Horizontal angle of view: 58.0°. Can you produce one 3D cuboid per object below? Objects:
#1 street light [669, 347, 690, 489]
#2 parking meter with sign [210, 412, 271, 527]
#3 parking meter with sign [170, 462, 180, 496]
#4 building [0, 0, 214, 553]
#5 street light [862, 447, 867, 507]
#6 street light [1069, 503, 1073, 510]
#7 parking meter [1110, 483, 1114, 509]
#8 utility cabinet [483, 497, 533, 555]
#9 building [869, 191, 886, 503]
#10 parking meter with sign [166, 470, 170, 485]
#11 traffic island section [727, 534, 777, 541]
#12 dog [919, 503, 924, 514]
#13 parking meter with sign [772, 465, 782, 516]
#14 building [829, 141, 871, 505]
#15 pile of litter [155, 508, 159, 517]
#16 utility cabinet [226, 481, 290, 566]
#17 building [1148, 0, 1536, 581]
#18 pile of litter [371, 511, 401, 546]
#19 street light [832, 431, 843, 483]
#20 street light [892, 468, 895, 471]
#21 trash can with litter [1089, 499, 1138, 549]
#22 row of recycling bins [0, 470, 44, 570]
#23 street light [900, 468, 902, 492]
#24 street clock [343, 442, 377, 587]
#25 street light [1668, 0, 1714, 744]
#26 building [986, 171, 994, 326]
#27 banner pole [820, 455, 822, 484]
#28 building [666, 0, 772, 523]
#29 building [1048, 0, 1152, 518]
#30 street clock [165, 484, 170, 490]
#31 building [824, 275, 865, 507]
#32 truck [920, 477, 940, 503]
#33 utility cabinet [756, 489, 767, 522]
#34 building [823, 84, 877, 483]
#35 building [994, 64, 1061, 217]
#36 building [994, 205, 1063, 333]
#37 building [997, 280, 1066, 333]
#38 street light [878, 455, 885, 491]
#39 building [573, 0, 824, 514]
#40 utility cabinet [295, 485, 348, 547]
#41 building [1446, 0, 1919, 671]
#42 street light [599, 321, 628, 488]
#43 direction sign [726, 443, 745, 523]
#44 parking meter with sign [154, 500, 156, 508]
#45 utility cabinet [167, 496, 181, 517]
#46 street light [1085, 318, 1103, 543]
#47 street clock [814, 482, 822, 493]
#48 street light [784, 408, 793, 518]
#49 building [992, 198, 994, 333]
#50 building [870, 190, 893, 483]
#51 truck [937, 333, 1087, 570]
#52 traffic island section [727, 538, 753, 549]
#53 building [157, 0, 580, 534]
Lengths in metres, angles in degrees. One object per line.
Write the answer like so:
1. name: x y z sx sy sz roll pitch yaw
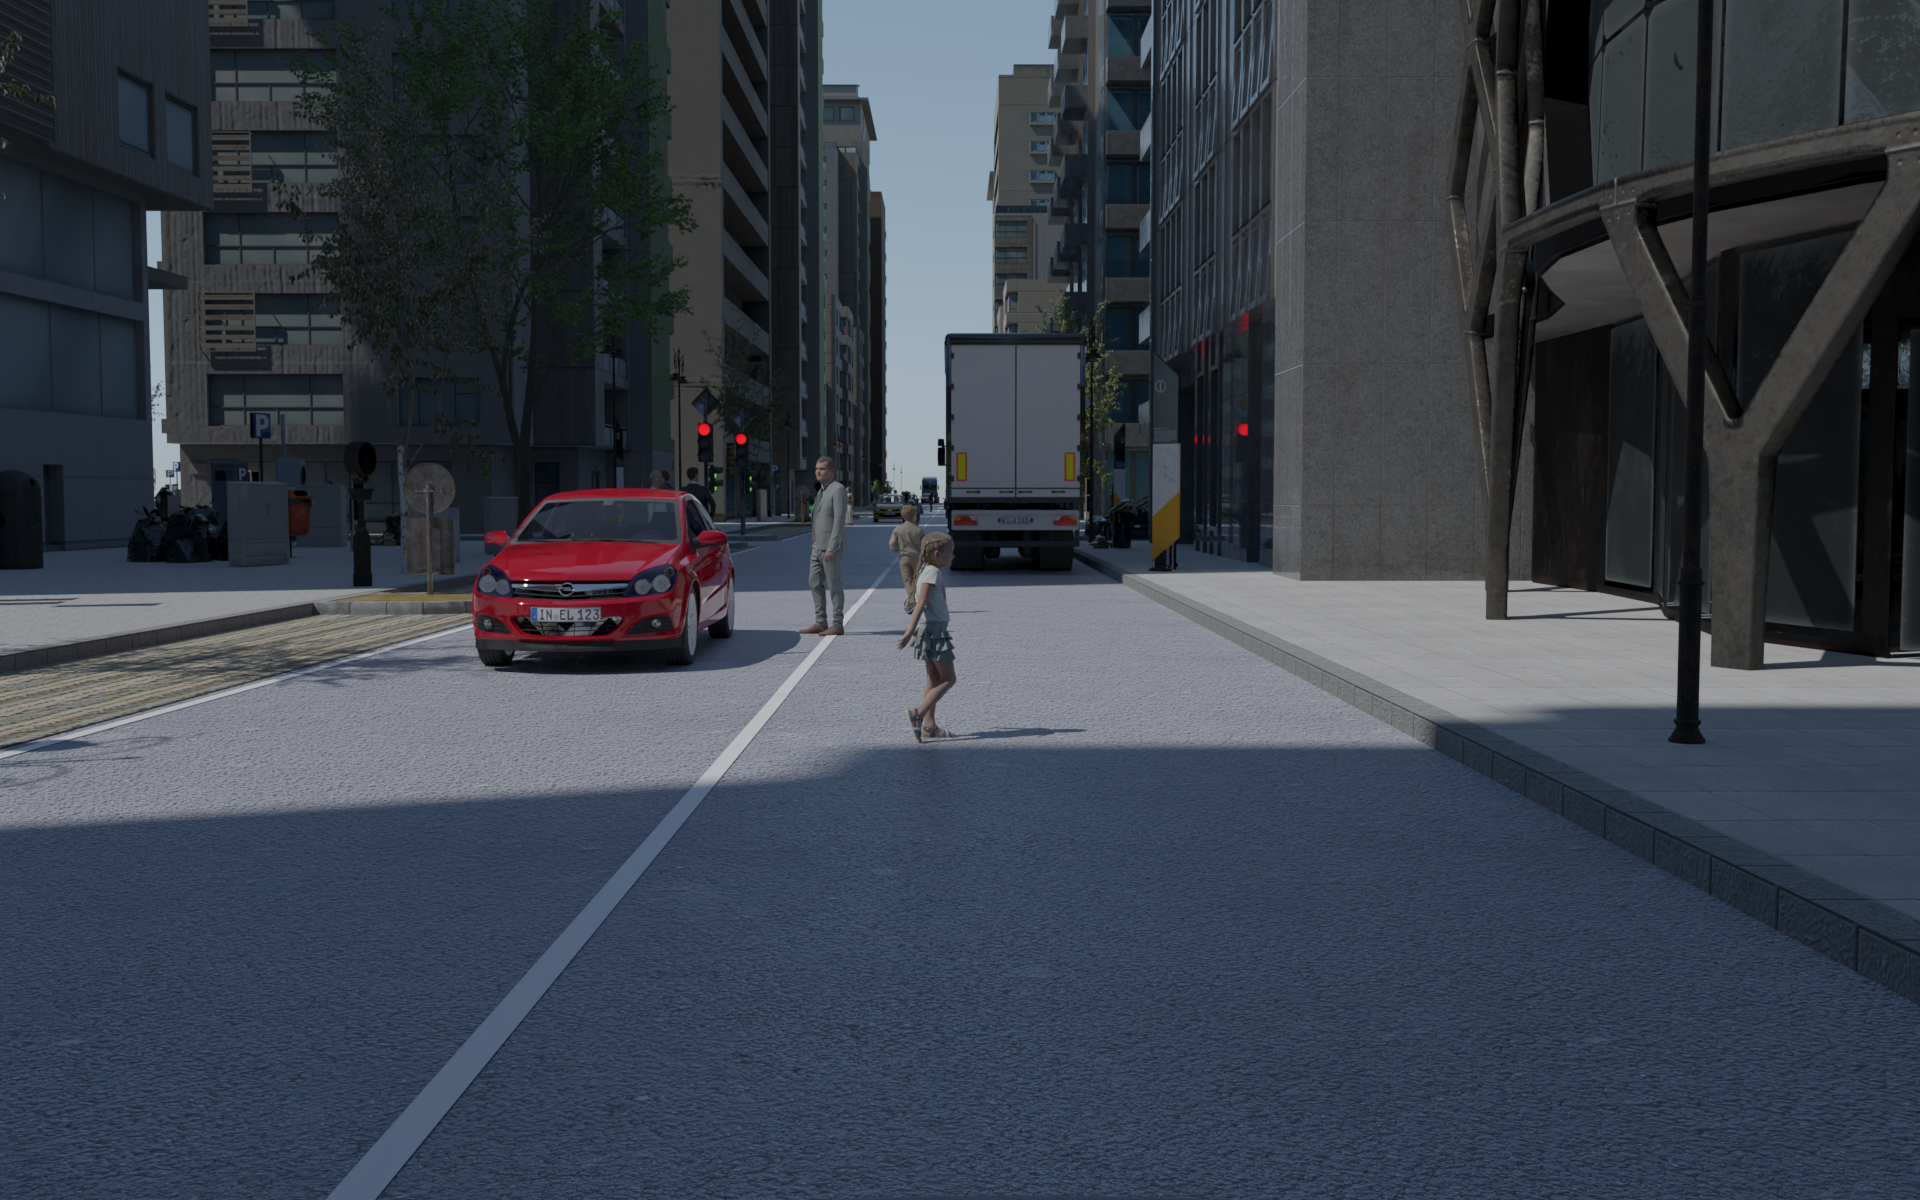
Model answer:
1. street light: -8.829 -5.002 54.570 0.468 5.910 1.993 0 4 0
2. parking meter with sign: -15.802 -2.523 37.505 1.738 3.016 0.543 1 4 18
3. parking meter with sign: -41.713 -5.977 93.985 0.543 3.016 1.738 2 4 33
4. building: -32.333 -26.997 30.642 27.495 52.752 28.713 0 4 0
5. street light: -9.273 -11.879 167.017 0.468 5.910 1.993 0 4 0
6. street light: 3.566 -5.063 55.569 0.468 5.910 1.993 0 4 0
7. parking meter: 7.087 -4.504 79.357 0.399 1.863 0.255 -1 4 -18
8. utility cabinet: -9.663 -1.586 37.095 1.020 1.237 0.306 -3 5 -44
9. building: -17.847 -36.637 249.129 14.600 45.320 14.200 0 4 0
10. parking meter with sign: -56.143 -7.793 123.676 0.543 3.016 1.738 -3 5 -39
11. traffic island section: -6.793 -1.943 54.048 2.009 0.180 2.903 0 4 0
12. dog: -2.656 -6.523 123.479 0.800 0.831 0.513 -3 5 -40
13. parking meter with sign: -10.795 -6.469 102.030 0.543 3.016 1.738 -1 4 -14
14. building: -17.505 -31.271 194.875 14.154 41.232 14.086 0 4 0
15. pile of litter: -29.506 -3.054 63.899 1.176 0.858 1.719 1 4 17
16. utility cabinet: -12.496 -1.358 30.878 0.318 1.500 1.173 1 4 21
17. building: 10.978 -13.254 34.728 12.078 24.808 19.932 0 4 0
18. pile of litter: -14.292 -1.785 43.144 1.176 0.858 1.719 -2 4 -30
19. street light: -9.123 -9.659 130.705 0.468 5.910 1.993 0 4 0
20. street light: -9.558 -17.013 250.949 0.468 5.910 1.993 0 4 0
21. trash can with litter: 3.620 -1.801 40.836 1.055 1.170 0.624 -1 4 -22
22. row of recycling bins: -16.916 -1.306 28.474 1.069 1.692 3.534 2 4 29
23. street light: -9.745 -19.251 287.538 0.468 5.910 1.993 0 4 0
24. street clock: -8.301 -1.189 24.016 0.358 2.002 0.471 1 4 13
25. street light: 3.761 -2.201 8.781 0.468 5.910 1.993 0 4 0
26. building: 18.781 -41.879 273.961 28.713 52.752 27.495 0 4 0
27. banner pole: -8.746 -7.361 110.369 0.401 3.779 0.863 1 4 18
28. building: -21.223 -28.276 86.022 21.300 48.544 21.600 0 4 0
29. building: 16.410 -29.150 96.212 23.786 49.044 30.456 0 4 0
30. street clock: -58.055 -7.486 126.965 0.358 2.002 0.471 0 4 6
31. building: -24.178 -20.120 173.996 27.650 21.520 28.899 0 4 0
32. truck: -4.617 -17.402 274.287 2.967 4.110 18.799 0 4 0
33. utility cabinet: -9.006 -4.286 78.752 0.318 1.500 1.173 -1 4 -16
34. building: -25.666 -39.037 227.492 28.713 52.752 27.495 0 4 0
35. building: 14.638 -34.798 192.650 21.300 48.544 21.600 0 4 0
36. building: 10.395 -24.689 175.363 14.160 30.474 14.107 0 4 0
37. building: 17.491 -18.909 154.203 27.650 21.520 28.899 0 4 0
38. street light: -9.530 -14.792 214.637 0.468 5.910 1.993 0 4 0
39. building: -16.397 -26.288 113.399 14.154 41.232 14.086 0 4 0
40. utility cabinet: -15.393 -2.024 41.766 1.173 1.500 0.318 1 4 10
41. building: 13.487 -9.100 16.245 16.820 18.784 16.811 0 4 0
42. street light: -8.814 -4.366 44.177 0.468 5.910 1.993 0 4 0
43. direction sign: -9.877 -5.167 76.484 0.876 3.537 0.379 -1 4 -21
44. parking meter with sign: -53.532 -7.183 113.695 0.543 3.016 1.738 1 4 19
45. utility cabinet: -33.519 -3.876 74.535 1.020 1.237 0.306 -1 4 -10
46. street light: 3.465 -4.455 45.624 0.468 5.910 1.993 0 4 0
47. street clock: -8.674 -6.186 105.705 0.471 2.002 0.358 -2 4 -30
48. street light: -9.006 -7.223 90.881 0.468 5.910 1.993 0 4 0
49. building: 15.822 -38.211 244.352 23.786 49.044 30.456 0 4 0
50. building: -22.794 -39.858 271.281 23.786 49.044 30.456 0 4 0
51. truck: 0.928 -2.867 35.783 2.839 4.237 11.283 0 4 0
52. traffic island section: -6.759 -1.455 46.063 2.009 0.180 2.903 0 4 0
53. building: -18.247 -23.050 60.463 14.154 41.232 14.086 0 4 0
